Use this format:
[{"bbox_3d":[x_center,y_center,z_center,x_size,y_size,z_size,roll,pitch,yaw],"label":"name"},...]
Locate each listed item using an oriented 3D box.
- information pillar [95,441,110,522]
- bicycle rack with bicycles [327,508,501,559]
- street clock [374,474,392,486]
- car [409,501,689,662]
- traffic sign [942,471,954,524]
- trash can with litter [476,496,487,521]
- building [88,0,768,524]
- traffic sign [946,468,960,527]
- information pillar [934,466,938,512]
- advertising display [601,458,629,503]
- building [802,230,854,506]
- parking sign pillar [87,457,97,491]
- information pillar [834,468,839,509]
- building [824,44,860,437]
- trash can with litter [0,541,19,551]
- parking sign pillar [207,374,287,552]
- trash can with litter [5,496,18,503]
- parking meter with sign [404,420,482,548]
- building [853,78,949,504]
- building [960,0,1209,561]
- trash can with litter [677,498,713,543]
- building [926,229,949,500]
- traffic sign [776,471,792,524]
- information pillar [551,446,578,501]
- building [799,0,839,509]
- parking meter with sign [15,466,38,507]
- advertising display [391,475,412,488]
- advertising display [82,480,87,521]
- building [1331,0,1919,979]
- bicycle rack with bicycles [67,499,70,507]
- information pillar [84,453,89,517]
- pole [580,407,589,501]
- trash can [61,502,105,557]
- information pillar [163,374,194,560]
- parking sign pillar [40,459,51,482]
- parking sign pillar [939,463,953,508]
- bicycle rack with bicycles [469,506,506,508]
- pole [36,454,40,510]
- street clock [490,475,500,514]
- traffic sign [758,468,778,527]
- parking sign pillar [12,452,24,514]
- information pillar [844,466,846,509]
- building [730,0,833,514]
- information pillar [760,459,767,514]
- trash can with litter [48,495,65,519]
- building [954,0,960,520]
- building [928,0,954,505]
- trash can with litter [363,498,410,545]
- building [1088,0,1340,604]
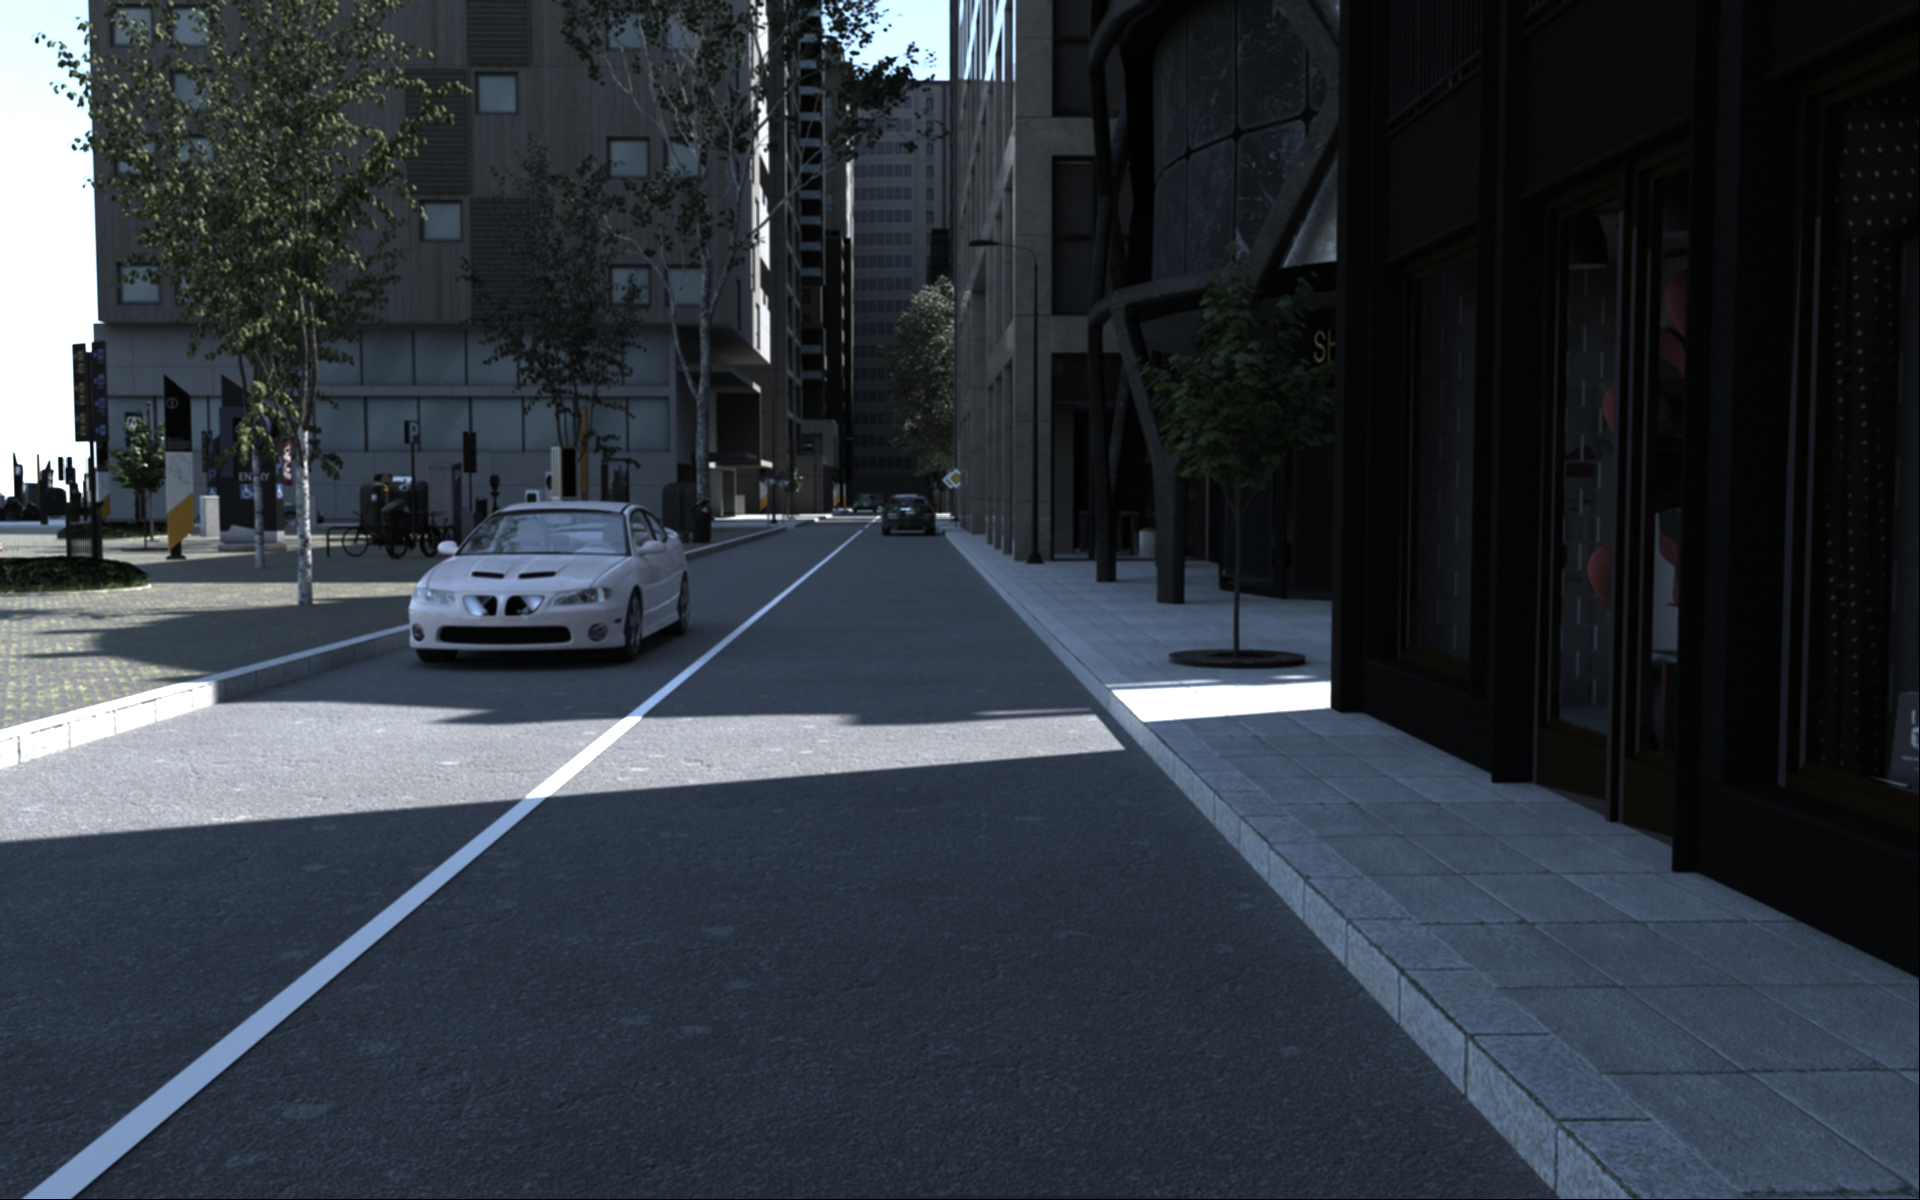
[{"bbox_3d":[-31.727,-4.447,64.065,0.183,3.616,0.504,2,4,24],"label":"information pillar"},{"bbox_3d":[-11.500,-1.367,35.728,2.852,0.926,2.925,2,4,29],"label":"bicycle rack with bicycles"},{"bbox_3d":[-21.115,-3.583,63.152,0.358,2.002,0.471,2,4,25],"label":"street clock"},{"bbox_3d":[-3.709,-0.241,16.305,2.083,1.381,4.827,0,4,0],"label":"car"},{"bbox_3d":[-0.397,-4.361,74.945,0.795,2.450,0.064,0,4,-2],"label":"traffic sign"},{"bbox_3d":[-16.209,-2.989,59.923,1.678,1.210,2.233,2,4,25],"label":"trash can with litter"},{"bbox_3d":[-23.828,-30.390,86.116,28.713,52.752,27.495,0,4,-2],"label":"building"},{"bbox_3d":[-0.149,-3.873,66.964,0.795,2.450,0.064,0,4,-2],"label":"traffic sign"},{"bbox_3d":[-1.717,-8.044,122.873,0.183,3.616,0.504,-3,4,-36],"label":"information pillar"},{"bbox_3d":[-6.199,-1.588,31.176,0.123,1.923,0.974,1,4,12],"label":"advertising display"},{"bbox_3d":[-18.835,-25.426,187.417,14.160,30.474,14.107,0,4,-2],"label":"building"},{"bbox_3d":[-63.642,-8.486,127.216,1.447,3.967,1.447,-1,4,-12],"label":"parking sign pillar"},{"bbox_3d":[-10.583,-9.598,148.284,0.504,3.616,0.183,-1,4,-11],"label":"information pillar"},{"bbox_3d":[-26.235,-37.968,210.016,27.495,52.752,28.713,0,4,-2],"label":"building"},{"bbox_3d":[-22.474,-1.699,38.830,2.233,1.210,1.678,-1,4,-18],"label":"trash can with litter"},{"bbox_3d":[-15.869,-3.074,38.739,1.447,3.967,1.447,0,4,2],"label":"parking sign pillar"},{"bbox_3d":[-50.498,-4.942,92.191,0.624,1.170,1.055,-2,4,-30],"label":"trash can with litter"},{"bbox_3d":[-12.211,-2.739,41.049,1.738,3.016,0.543,1,4,13],"label":"parking meter with sign"},{"bbox_3d":[-8.355,-42.881,243.104,28.212,58.520,21.231,0,4,-2],"label":"building"},{"bbox_3d":[10.107,-14.986,49.543,19.350,26.468,34.151,0,4,-2],"label":"building"},{"bbox_3d":[-7.038,-2.088,45.532,1.055,1.170,0.624,0,4,8],"label":"trash can with litter"},{"bbox_3d":[3.772,-25.598,190.222,14.160,30.474,14.107,0,4,-2],"label":"building"},{"bbox_3d":[-7.638,-4.349,74.742,0.795,2.450,0.064,0,4,-2],"label":"traffic sign"},{"bbox_3d":[-6.129,-1.369,26.879,0.304,2.012,0.304,-3,5,-41],"label":"information pillar"},{"bbox_3d":[-22.584,-52.012,163.068,22.319,86.520,31.000,0,4,-2],"label":"building"},{"bbox_3d":[-58.622,-6.916,109.345,0.543,3.016,1.738,2,4,26],"label":"parking meter with sign"},{"bbox_3d":[-18.940,-3.287,58.960,0.974,1.923,0.123,2,4,26],"label":"advertising display"},{"bbox_3d":[-41.751,-4.736,82.645,0.123,1.923,0.974,-2,4,-24],"label":"advertising display"},{"bbox_3d":[8.613,-10.538,1.976,12.332,23.373,15.834,0,4,-2],"label":"building"},{"bbox_3d":[-66.269,-7.145,130.196,2.852,0.926,2.925,-1,4,-18],"label":"bicycle rack with bicycles"},{"bbox_3d":[-49.501,-6.530,98.117,0.183,3.616,0.504,-2,4,-26],"label":"information pillar"},{"bbox_3d":[-8.860,-2.876,40.871,0.158,3.312,0.155,0,3,0],"label":"pole"},{"bbox_3d":[-16.340,-1.263,32.311,0.748,1.137,0.748,0,3,0],"label":"trash can"},{"bbox_3d":[-15.347,-2.608,33.997,0.504,3.616,0.183,-2,4,-32],"label":"information pillar"},{"bbox_3d":[-70.651,-8.895,133.911,1.447,3.967,1.447,-1,4,-12],"label":"parking sign pillar"},{"bbox_3d":[-1.063,-8.662,130.103,1.447,3.967,1.447,-2,4,-34],"label":"parking sign pillar"},{"bbox_3d":[-13.594,-2.290,50.818,2.925,0.926,2.852,2,4,25],"label":"bicycle rack with bicycles"},{"bbox_3d":[-46.383,-5.711,87.220,0.158,3.312,0.155,0,3,0],"label":"pole"},{"bbox_3d":[-17.722,-3.758,66.011,0.358,2.002,0.471,0,4,3],"label":"street clock"},{"bbox_3d":[-7.391,-3.860,66.761,0.795,2.450,0.064,0,4,-2],"label":"traffic sign"},{"bbox_3d":[-60.654,-7.530,111.580,1.447,3.967,1.447,-1,4,-21],"label":"parking sign pillar"},{"bbox_3d":[-9.671,-9.405,145.133,0.183,3.616,0.504,-1,4,-13],"label":"information pillar"},{"bbox_3d":[-19.236,-41.557,117.703,20.563,71.187,20.611,0,4,-2],"label":"building"},{"bbox_3d":[-12.434,-7.221,109.418,0.504,3.616,0.183,-1,4,-9],"label":"information pillar"},{"bbox_3d":[-47.106,-4.784,89.276,1.678,1.210,2.233,1,4,20],"label":"trash can with litter"},{"bbox_3d":[14.038,-33.046,82.307,28.212,58.520,21.231,0,4,-2],"label":"building"},{"bbox_3d":[7.176,-44.862,171.749,20.563,71.187,20.611,0,4,-2],"label":"building"},{"bbox_3d":[-14.479,-1.979,43.744,0.624,1.170,1.055,3,4,38],"label":"trash can with litter"},{"bbox_3d":[10.128,-9.578,24.050,16.820,18.784,16.811,0,4,-2],"label":"building"}]
